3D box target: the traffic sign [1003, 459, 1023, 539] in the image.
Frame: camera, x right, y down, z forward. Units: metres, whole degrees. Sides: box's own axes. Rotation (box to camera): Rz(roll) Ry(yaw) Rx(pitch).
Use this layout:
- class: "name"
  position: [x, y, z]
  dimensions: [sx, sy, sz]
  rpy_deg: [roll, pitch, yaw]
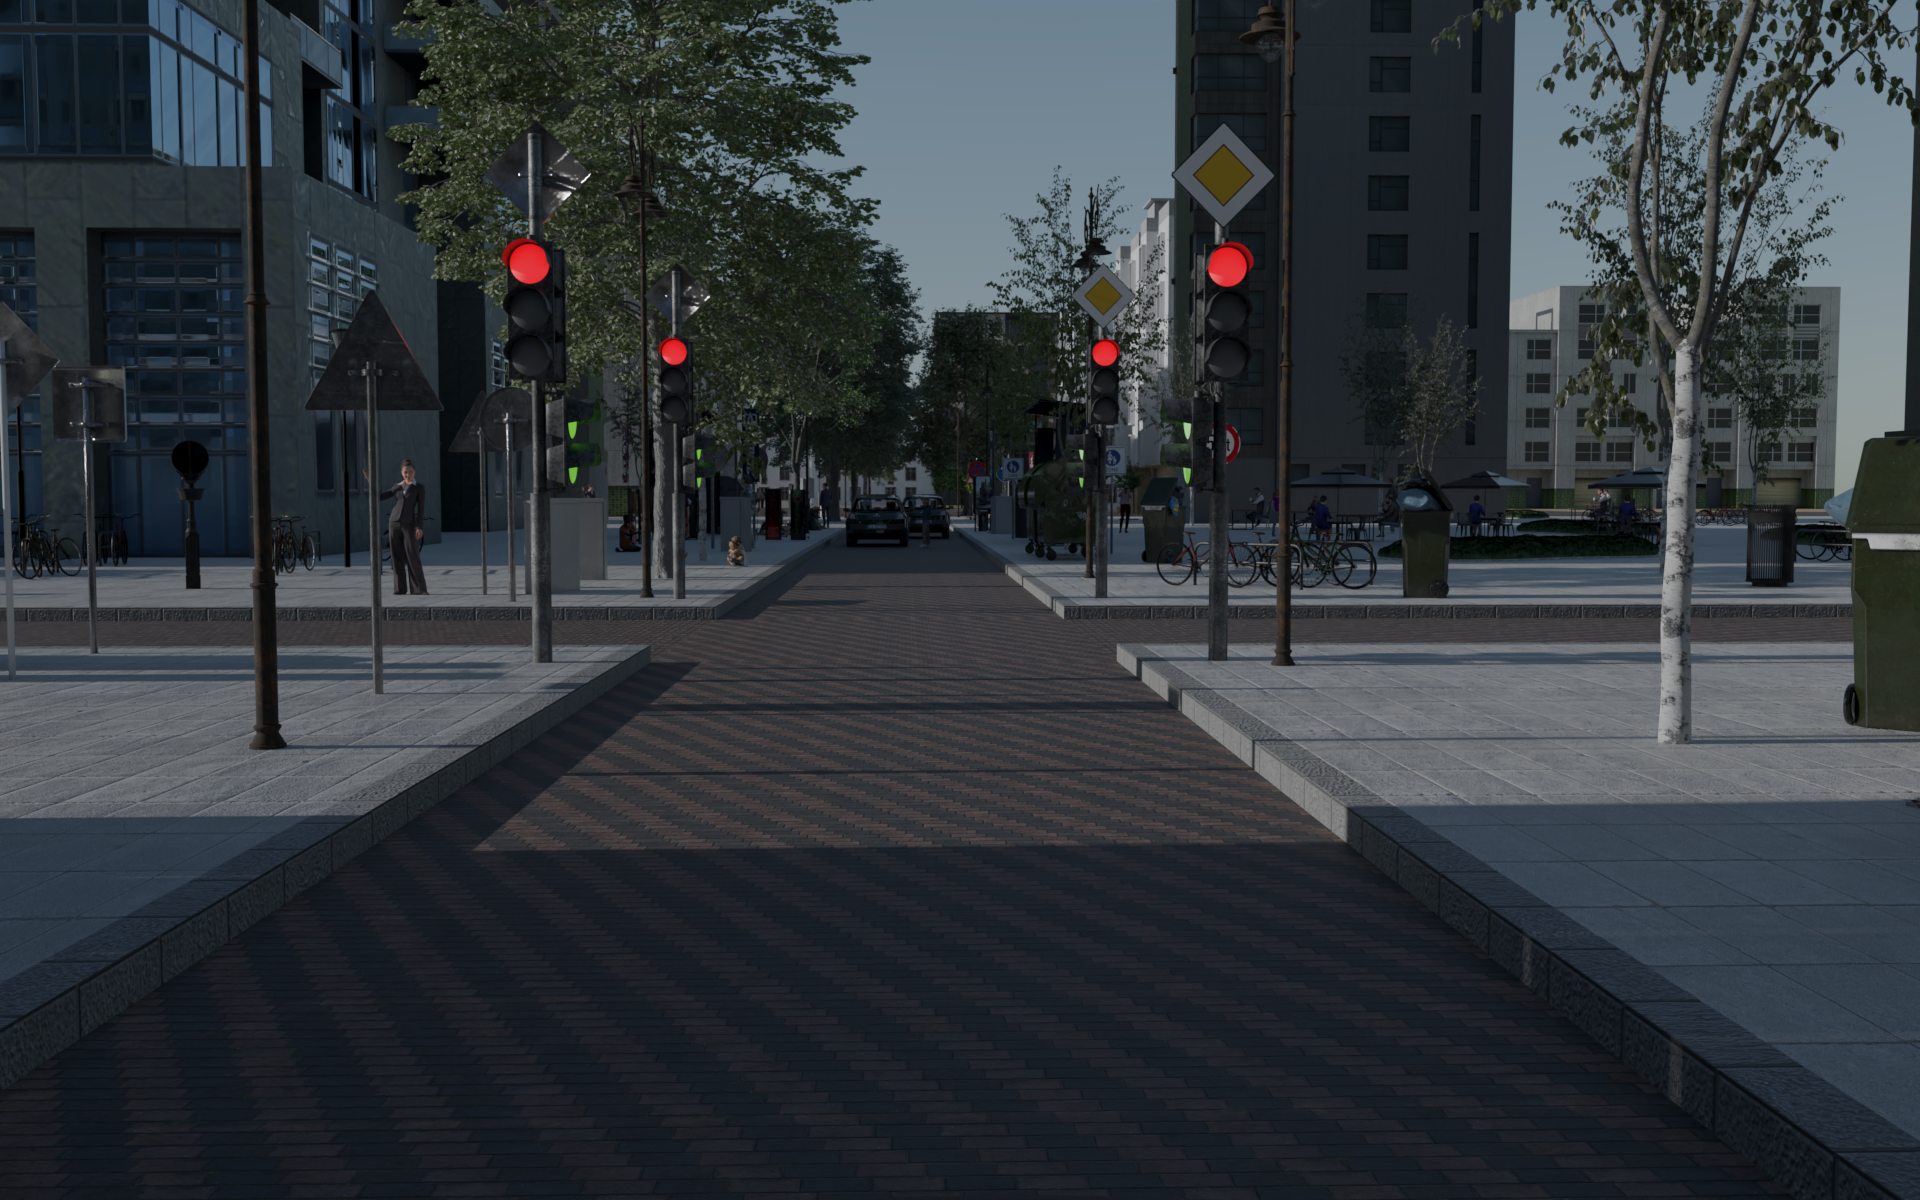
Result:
- class: "traffic sign"
  position: [1.503, -2.878, 49.189]
  dimensions: [0.606, 2.300, 0.079]
  rpy_deg: [0, 4, 2]

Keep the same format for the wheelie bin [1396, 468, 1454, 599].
- class: "wheelie bin"
  position: [5.770, -0.832, 21.510]
  dimensions: [0.693, 1.594, 0.980]
  rpy_deg: [1, 4, 14]

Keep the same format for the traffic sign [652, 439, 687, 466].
- class: "traffic sign"
  position: [-6.156, -2.244, 36.796]
  dimensions: [0.768, 2.556, 0.104]
  rpy_deg: [0, 4, 1]

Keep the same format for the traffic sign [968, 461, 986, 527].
- class: "traffic sign"
  position: [0.688, -4.134, 67.703]
  dimensions: [0.768, 2.556, 0.104]
  rpy_deg: [0, 4, 1]

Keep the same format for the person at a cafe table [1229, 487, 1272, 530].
- class: "person at a cafe table"
  position: [10.369, -3.290, 62.307]
  dimensions: [1.622, 1.524, 1.698]
  rpy_deg: [0, 4, -3]

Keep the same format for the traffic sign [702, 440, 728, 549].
- class: "traffic sign"
  position: [-5.811, -2.479, 40.645]
  dimensions: [0.768, 2.556, 0.104]
  rpy_deg: [0, 4, 2]

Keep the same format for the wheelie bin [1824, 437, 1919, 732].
- class: "wheelie bin"
  position: [5.275, -0.099, 9.529]
  dimensions: [0.980, 1.594, 0.693]
  rpy_deg: [3, 5, 42]

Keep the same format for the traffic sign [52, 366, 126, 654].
- class: "traffic sign"
  position: [-6.961, -0.718, 13.864]
  dimensions: [0.606, 2.300, 0.079]
  rpy_deg: [0, 4, 5]

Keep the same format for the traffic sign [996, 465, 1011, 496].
- class: "traffic sign"
  position: [1.875, -4.351, 71.240]
  dimensions: [0.768, 2.556, 0.104]
  rpy_deg: [0, 4, 8]

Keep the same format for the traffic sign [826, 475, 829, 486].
- class: "traffic sign"
  position: [-7.001, -5.639, 94.327]
  dimensions: [0.606, 2.300, 0.079]
  rpy_deg: [0, 4, 8]

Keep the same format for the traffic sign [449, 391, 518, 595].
- class: "traffic sign"
  position: [-6.023, -1.338, 21.876]
  dimensions: [0.884, 2.594, 0.081]
  rpy_deg: [0, 4, 4]

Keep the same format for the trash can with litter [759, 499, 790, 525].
- class: "trash can with litter"
  position: [-7.880, -3.797, 73.135]
  dimensions: [1.678, 1.210, 2.233]
  rpy_deg: [-3, 5, -44]

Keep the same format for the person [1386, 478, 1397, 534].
- class: "person"
  position: [13.965, -3.059, 56.185]
  dimensions: [0.434, 1.807, 0.598]
  rpy_deg: [3, 4, 39]

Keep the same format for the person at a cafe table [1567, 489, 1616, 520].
- class: "person at a cafe table"
  position: [24.552, -3.596, 67.312]
  dimensions: [1.622, 1.524, 1.698]
  rpy_deg: [1, 4, 12]

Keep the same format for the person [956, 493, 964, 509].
- class: "person"
  position: [0.246, -8.993, 153.219]
  dimensions: [1.348, 1.807, 0.705]
  rpy_deg: [2, 4, 26]

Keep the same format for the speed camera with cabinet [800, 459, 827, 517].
- class: "speed camera with cabinet"
  position: [-7.742, -6.164, 95.118]
  dimensions: [2.038, 3.252, 0.660]
  rpy_deg: [-1, 4, -23]

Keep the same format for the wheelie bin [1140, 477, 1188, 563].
- class: "wheelie bin"
  position: [3.803, -1.496, 32.373]
  dimensions: [0.693, 1.594, 0.980]
  rpy_deg: [-3, 5, -42]

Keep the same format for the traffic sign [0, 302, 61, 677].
- class: "traffic sign"
  position: [-6.565, -0.745, 11.919]
  dimensions: [0.795, 2.593, 0.064]
  rpy_deg: [0, 4, 3]

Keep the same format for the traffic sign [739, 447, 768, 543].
- class: "traffic sign"
  position: [-5.435, -2.787, 45.669]
  dimensions: [0.768, 2.556, 0.104]
  rpy_deg: [0, 4, 3]

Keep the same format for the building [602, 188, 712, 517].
- class: "building"
  position: [-26.232, -15.014, 111.942]
  dimensions: [16.747, 18.905, 31.486]
  rpy_deg: [0, 4, -2]

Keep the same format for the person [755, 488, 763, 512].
- class: "person"
  position: [-14.150, -6.977, 121.059]
  dimensions: [0.756, 1.711, 0.436]
  rpy_deg: [2, 4, 29]

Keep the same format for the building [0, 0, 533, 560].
- class: "building"
  position: [-24.765, -44.910, 46.947]
  dimensions: [22.319, 86.520, 31.000]
  rpy_deg: [0, 4, -2]

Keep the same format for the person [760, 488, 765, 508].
- class: "person"
  position: [-17.906, -9.236, 157.146]
  dimensions: [0.705, 1.812, 1.348]
  rpy_deg: [-3, 5, -42]

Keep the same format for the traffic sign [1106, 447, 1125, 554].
- class: "traffic sign"
  position: [3.258, -2.145, 37.198]
  dimensions: [0.606, 2.300, 0.079]
  rpy_deg: [0, 4, 3]

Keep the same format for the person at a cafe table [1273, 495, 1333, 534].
- class: "person at a cafe table"
  position: [11.356, -2.785, 56.399]
  dimensions: [1.698, 1.238, 1.726]
  rpy_deg: [3, 4, 39]

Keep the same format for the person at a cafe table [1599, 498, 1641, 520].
- class: "person at a cafe table"
  position: [31.602, -4.377, 82.424]
  dimensions: [1.698, 1.238, 1.726]
  rpy_deg: [3, 5, 44]

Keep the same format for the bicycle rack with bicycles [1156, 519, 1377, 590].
- class: "bicycle rack with bicycles"
  position: [4.573, -0.659, 24.164]
  dimensions: [2.852, 0.926, 2.925]
  rpy_deg: [-3, 5, -44]

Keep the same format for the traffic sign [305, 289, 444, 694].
- class: "traffic sign"
  position: [-3.733, -0.675, 11.042]
  dimensions: [0.884, 2.594, 0.081]
  rpy_deg: [0, 4, 1]

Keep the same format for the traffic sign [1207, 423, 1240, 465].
- class: "traffic sign"
  position: [4.543, -1.860, 30.513]
  dimensions: [0.768, 2.556, 0.104]
  rpy_deg: [0, 4, 7]

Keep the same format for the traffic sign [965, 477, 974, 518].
- class: "traffic sign"
  position: [0.692, -5.496, 89.861]
  dimensions: [0.884, 2.594, 0.081]
  rpy_deg: [0, 4, 4]

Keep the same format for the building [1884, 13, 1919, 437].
- class: "building"
  position: [40.055, -23.782, 43.462]
  dimensions: [28.867, 44.769, 22.147]
  rpy_deg: [0, 4, -2]

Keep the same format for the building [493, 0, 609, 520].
- class: "building"
  position: [-24.486, -24.174, 78.839]
  dimensions: [14.154, 41.232, 14.086]
  rpy_deg: [0, 4, -2]

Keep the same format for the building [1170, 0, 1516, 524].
- class: "building"
  position: [16.874, -18.949, 81.517]
  dimensions: [14.160, 30.474, 14.107]
  rpy_deg: [0, 4, -2]

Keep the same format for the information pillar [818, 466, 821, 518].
- class: "information pillar"
  position: [-7.424, -6.115, 91.341]
  dimensions: [0.183, 3.616, 0.504]
  rpy_deg: [0, 4, -5]

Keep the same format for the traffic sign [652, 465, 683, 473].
- class: "traffic sign"
  position: [-7.413, -2.699, 44.126]
  dimensions: [0.884, 2.594, 0.081]
  rpy_deg: [0, 4, 1]

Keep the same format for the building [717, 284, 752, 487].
- class: "building"
  position: [-34.916, -17.520, 152.903]
  dimensions: [31.486, 18.905, 16.747]
  rpy_deg: [0, 4, -2]

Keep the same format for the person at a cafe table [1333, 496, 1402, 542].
- class: "person at a cafe table"
  position: [11.179, -2.211, 47.008]
  dimensions: [1.726, 1.238, 1.698]
  rpy_deg: [1, 4, 19]

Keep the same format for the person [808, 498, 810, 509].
- class: "person"
  position: [-10.941, -7.261, 124.844]
  dimensions: [0.705, 1.814, 1.350]
  rpy_deg: [0, 4, -6]

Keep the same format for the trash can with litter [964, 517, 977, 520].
- class: "trash can with litter"
  position: [1.063, -4.628, 86.733]
  dimensions: [2.233, 1.210, 1.678]
  rpy_deg: [-2, 4, -30]

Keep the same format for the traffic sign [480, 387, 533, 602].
- class: "traffic sign"
  position: [-5.332, -1.251, 20.558]
  dimensions: [0.768, 2.556, 0.104]
  rpy_deg: [0, 4, 7]
